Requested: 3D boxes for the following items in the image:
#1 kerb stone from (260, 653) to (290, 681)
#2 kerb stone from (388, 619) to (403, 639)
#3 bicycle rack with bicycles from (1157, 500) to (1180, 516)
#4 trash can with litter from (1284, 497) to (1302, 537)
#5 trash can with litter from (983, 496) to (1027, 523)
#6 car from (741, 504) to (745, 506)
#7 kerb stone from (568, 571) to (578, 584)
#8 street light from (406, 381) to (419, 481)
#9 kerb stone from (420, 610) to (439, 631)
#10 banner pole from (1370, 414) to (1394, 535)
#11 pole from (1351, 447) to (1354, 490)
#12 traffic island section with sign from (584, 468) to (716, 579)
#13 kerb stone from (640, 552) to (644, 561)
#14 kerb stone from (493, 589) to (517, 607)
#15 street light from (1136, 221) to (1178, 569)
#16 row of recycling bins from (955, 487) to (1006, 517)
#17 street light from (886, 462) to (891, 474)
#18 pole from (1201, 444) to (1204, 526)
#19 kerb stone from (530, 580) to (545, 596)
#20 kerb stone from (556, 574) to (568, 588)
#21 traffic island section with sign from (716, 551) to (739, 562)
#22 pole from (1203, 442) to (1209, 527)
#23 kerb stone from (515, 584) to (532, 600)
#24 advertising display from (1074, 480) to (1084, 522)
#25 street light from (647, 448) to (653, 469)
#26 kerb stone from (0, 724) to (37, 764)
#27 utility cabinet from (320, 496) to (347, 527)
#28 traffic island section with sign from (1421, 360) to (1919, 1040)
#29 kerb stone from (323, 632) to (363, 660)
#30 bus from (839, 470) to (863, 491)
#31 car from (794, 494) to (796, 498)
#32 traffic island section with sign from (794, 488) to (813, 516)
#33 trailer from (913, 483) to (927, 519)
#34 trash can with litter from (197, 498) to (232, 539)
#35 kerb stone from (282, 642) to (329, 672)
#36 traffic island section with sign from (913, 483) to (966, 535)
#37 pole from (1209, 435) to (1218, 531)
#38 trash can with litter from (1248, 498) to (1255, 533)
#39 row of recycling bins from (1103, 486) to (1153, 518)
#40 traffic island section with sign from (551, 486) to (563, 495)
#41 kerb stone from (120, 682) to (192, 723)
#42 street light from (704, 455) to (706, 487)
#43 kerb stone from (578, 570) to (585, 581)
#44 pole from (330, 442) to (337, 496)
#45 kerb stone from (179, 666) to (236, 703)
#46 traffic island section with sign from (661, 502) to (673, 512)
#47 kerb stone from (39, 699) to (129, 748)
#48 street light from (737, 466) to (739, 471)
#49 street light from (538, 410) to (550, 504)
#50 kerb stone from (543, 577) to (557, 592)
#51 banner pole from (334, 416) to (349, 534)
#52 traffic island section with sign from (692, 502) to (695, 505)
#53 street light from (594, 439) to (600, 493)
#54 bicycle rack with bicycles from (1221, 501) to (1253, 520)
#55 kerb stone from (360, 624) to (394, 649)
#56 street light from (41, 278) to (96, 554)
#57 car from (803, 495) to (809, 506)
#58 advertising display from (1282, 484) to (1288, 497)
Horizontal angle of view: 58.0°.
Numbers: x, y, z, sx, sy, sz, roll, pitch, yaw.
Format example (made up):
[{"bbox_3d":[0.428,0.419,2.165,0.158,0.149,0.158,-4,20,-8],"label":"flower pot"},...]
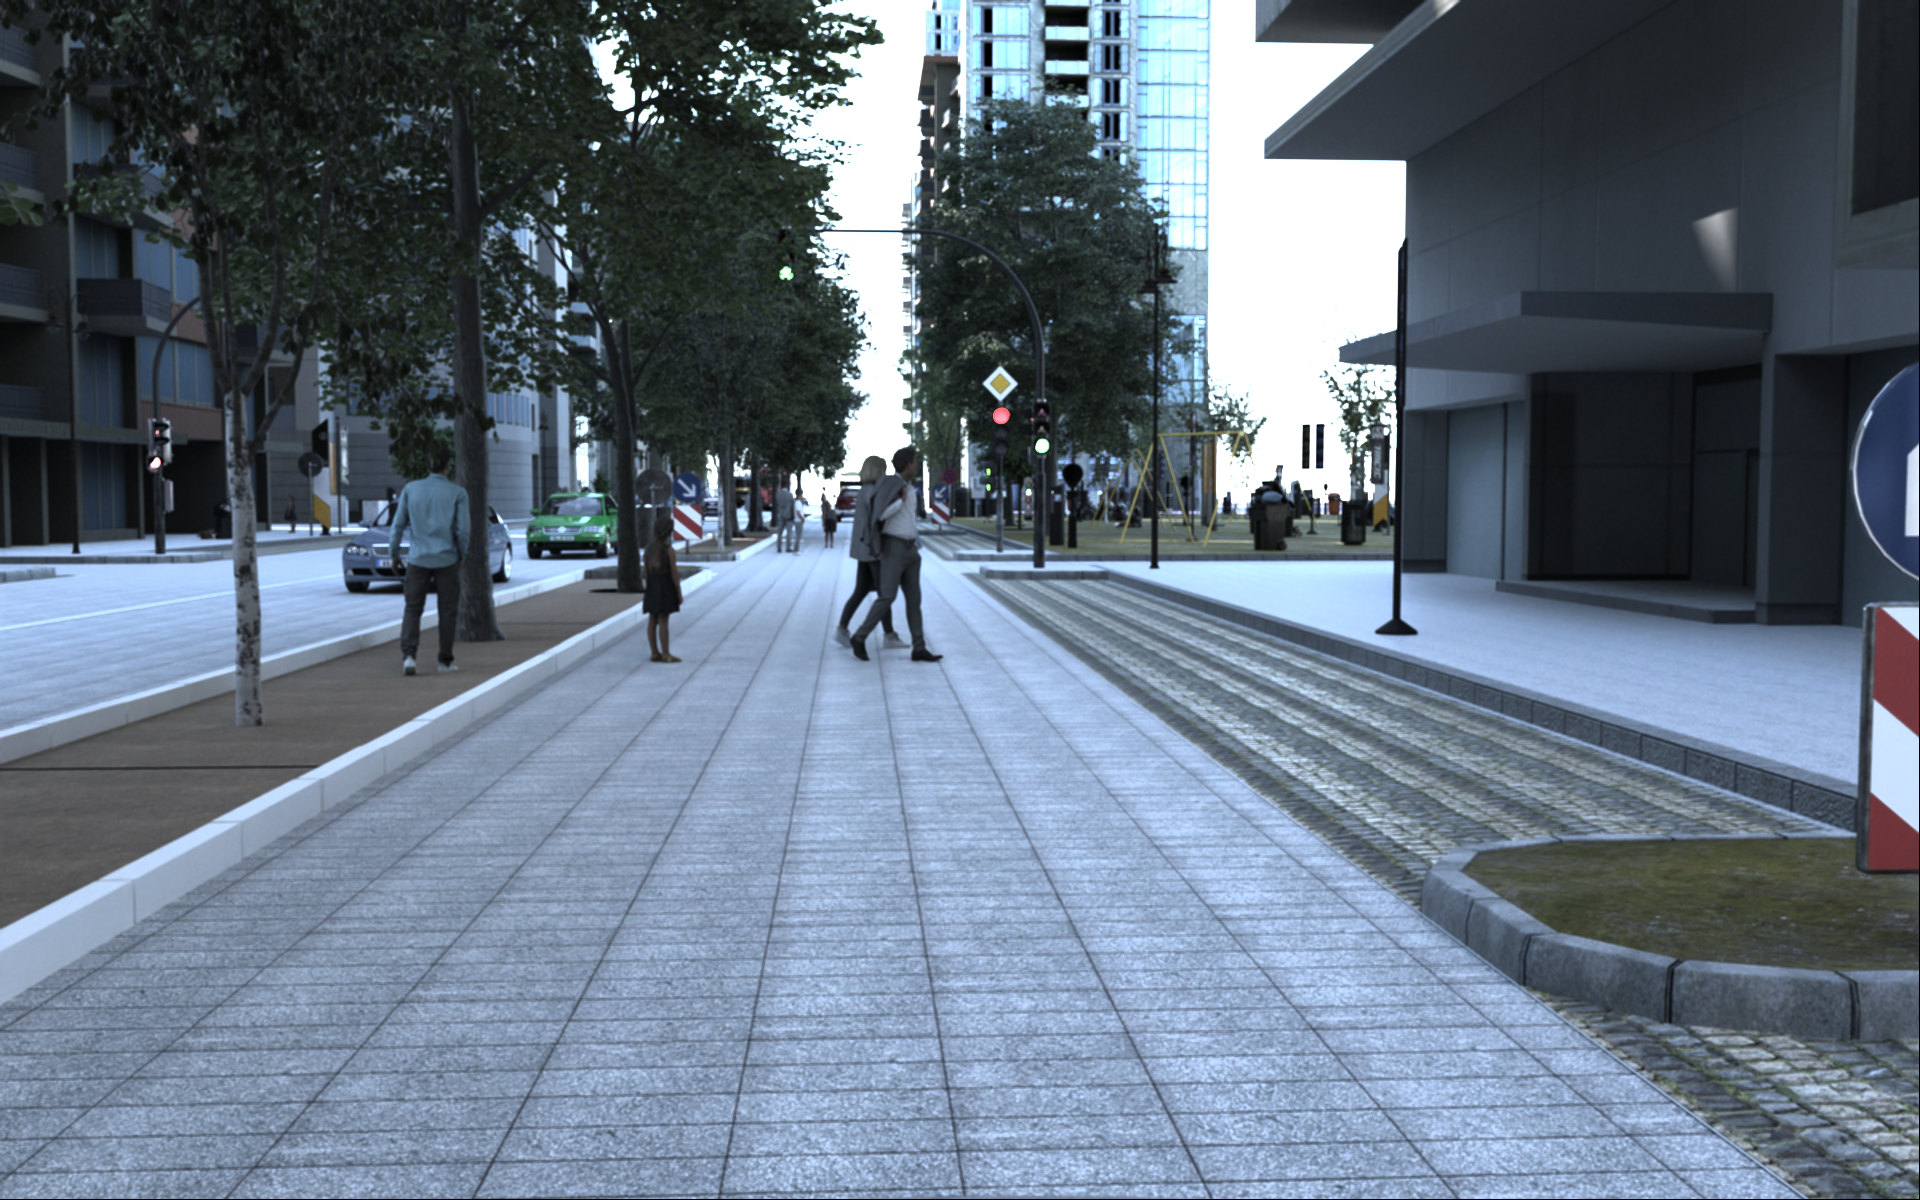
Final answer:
[{"bbox_3d":[-5.376,0.546,13.271,0.120,0.150,1.000,0,4,-4],"label":"kerb stone"},{"bbox_3d":[-5.629,0.296,17.367,0.120,0.150,1.000,0,4,-4],"label":"kerb stone"},{"bbox_3d":[11.679,-5.447,102.438,2.925,0.926,2.852,-2,4,-31],"label":"bicycle rack with bicycles"},{"bbox_3d":[9.776,-2.467,51.725,0.624,1.170,1.055,3,4,37],"label":"trash can with litter"},{"bbox_3d":[1.912,-4.032,76.989,2.233,1.210,1.678,-1,4,-9],"label":"trash can with litter"},{"bbox_3d":[-24.879,-11.832,203.682,2.015,1.641,3.980,0,4,-4],"label":"car"},{"bbox_3d":[-6.265,-0.326,27.615,0.120,0.150,1.000,0,4,-4],"label":"kerb stone"},{"bbox_3d":[-20.834,-5.709,66.136,0.468,5.910,1.993,0,4,-4],"label":"street light"},{"bbox_3d":[-5.698,0.233,18.390,0.120,0.150,1.000,0,4,-4],"label":"kerb stone"},{"bbox_3d":[13.169,-3.915,54.021,0.863,3.779,0.401,0,4,-7],"label":"banner pole"},{"bbox_3d":[16.857,-4.924,74.345,0.158,3.312,0.155,0,3,0],"label":"pole"},{"bbox_3d":[-5.372,-1.336,29.976,2.006,1.907,1.989,0,4,-4],"label":"traffic island section with sign"},{"bbox_3d":[-6.928,-0.993,38.430,0.120,0.150,1.000,0,4,-4],"label":"kerb stone"},{"bbox_3d":[-5.944,-0.018,22.489,0.120,0.150,1.000,0,4,-4],"label":"kerb stone"},{"bbox_3d":[3.353,-3.480,29.690,0.468,5.910,1.993,0,4,-4],"label":"street light"},{"bbox_3d":[1.177,-5.538,97.661,3.534,1.692,1.069,-3,4,-37],"label":"row of recycling bins"},{"bbox_3d":[-9.863,-16.527,243.007,0.468,5.910,1.993,0,4,-4],"label":"street light"},{"bbox_3d":[9.929,-4.680,70.358,0.158,3.312,0.155,0,3,0],"label":"pole"},{"bbox_3d":[-6.065,-0.143,24.540,0.120,0.150,1.000,0,4,-4],"label":"kerb stone"},{"bbox_3d":[-6.195,-0.268,26.582,0.120,0.150,1.000,0,4,-4],"label":"kerb stone"},{"bbox_3d":[-5.818,-1.788,37.370,2.006,1.907,1.989,0,4,-4],"label":"traffic island section with sign"},{"bbox_3d":[9.715,-4.515,67.668,0.158,3.312,0.155,0,3,0],"label":"pole"},{"bbox_3d":[-6.005,-0.075,23.509,0.120,0.150,1.000,0,4,-4],"label":"kerb stone"},{"bbox_3d":[5.512,-4.600,80.424,0.123,1.923,0.974,-1,4,-17],"label":"advertising display"},{"bbox_3d":[-25.687,-10.433,143.365,0.468,5.910,1.993,0,4,-4],"label":"street light"},{"bbox_3d":[-5.118,0.797,9.173,0.120,0.150,1.000,0,4,-4],"label":"kerb stone"},{"bbox_3d":[-24.318,-3.428,67.213,0.306,1.237,1.020,2,4,32],"label":"utility cabinet"},{"bbox_3d":[2.587,0.193,5.474,1.989,1.847,2.006,0,4,-4],"label":"traffic island section with sign"},{"bbox_3d":[-5.506,0.424,15.314,0.120,0.150,1.000,0,4,-4],"label":"kerb stone"},{"bbox_3d":[-10.807,-11.254,175.548,2.896,3.916,12.252,0,4,-2],"label":"bus"},{"bbox_3d":[-15.870,-9.281,163.742,2.014,1.417,4.499,0,4,-4],"label":"car"},{"bbox_3d":[-10.459,-6.375,112.365,2.006,1.907,1.989,0,4,-4],"label":"traffic island section with sign"},{"bbox_3d":[-2.599,-5.187,91.859,1.471,1.999,3.904,0,4,-5],"label":"trailer"},{"bbox_3d":[-21.155,-2.315,49.235,1.055,1.170,0.624,0,4,2],"label":"trash can with litter"},{"bbox_3d":[-5.444,0.483,14.293,0.120,0.150,1.000,0,4,-4],"label":"kerb stone"},{"bbox_3d":[-0.826,-3.181,60.634,1.989,1.847,2.006,0,4,-4],"label":"traffic island section with sign"},{"bbox_3d":[8.877,-4.069,60.367,0.158,3.312,0.155,0,3,0],"label":"pole"},{"bbox_3d":[9.831,-2.718,55.819,1.055,1.170,0.624,2,4,29],"label":"trash can with litter"},{"bbox_3d":[9.011,-5.203,92.181,3.534,1.692,1.069,-3,4,-38],"label":"row of recycling bins"},{"bbox_3d":[-20.197,-4.780,86.785,1.989,1.847,2.006,0,4,-4],"label":"traffic island section with sign"},{"bbox_3d":[-5.244,0.674,11.221,0.120,0.150,1.000,0,4,-4],"label":"kerb stone"},{"bbox_3d":[-28.979,-13.714,197.016,0.468,5.910,1.993,0,4,-4],"label":"street light"},{"bbox_3d":[-6.319,-0.394,28.636,0.120,0.150,1.000,0,4,-4],"label":"kerb stone"},{"bbox_3d":[-24.669,-4.548,68.202,0.158,3.312,0.155,0,3,0],"label":"pole"},{"bbox_3d":[-5.313,0.610,12.247,0.120,0.150,1.000,0,4,-4],"label":"kerb stone"},{"bbox_3d":[-23.270,-7.830,136.650,1.989,1.847,2.006,0,4,-4],"label":"traffic island section with sign"},{"bbox_3d":[-5.181,0.734,10.198,0.120,0.150,1.000,0,4,-4],"label":"kerb stone"},{"bbox_3d":[-32.580,-17.230,254.503,0.468,5.910,1.993,0,4,-4],"label":"street light"},{"bbox_3d":[-22.764,-7.467,94.872,0.468,5.910,1.993,0,4,-4],"label":"street light"},{"bbox_3d":[-6.127,-0.206,25.562,0.120,0.150,1.000,0,4,-4],"label":"kerb stone"},{"bbox_3d":[-19.891,-4.022,55.777,0.401,3.779,0.863,0,4,8],"label":"banner pole"},{"bbox_3d":[-24.936,-9.485,163.709,1.989,1.847,2.006,0,4,-4],"label":"traffic island section with sign"},{"bbox_3d":[-23.966,-8.675,114.616,0.468,5.910,1.993,0,4,-4],"label":"street light"},{"bbox_3d":[14.026,-4.416,85.590,2.852,0.926,2.925,2,4,35],"label":"bicycle rack with bicycles"},{"bbox_3d":[-5.560,0.361,16.341,0.120,0.150,1.000,0,4,-4],"label":"kerb stone"},{"bbox_3d":[-19.064,-3.938,37.180,0.468,5.910,1.993,0,4,-4],"label":"street light"},{"bbox_3d":[-19.104,-12.003,208.835,1.945,1.354,3.894,0,4,-2],"label":"car"},{"bbox_3d":[21.089,-6.641,113.799,0.974,1.923,0.123,-2,4,-28],"label":"advertising display"}]
